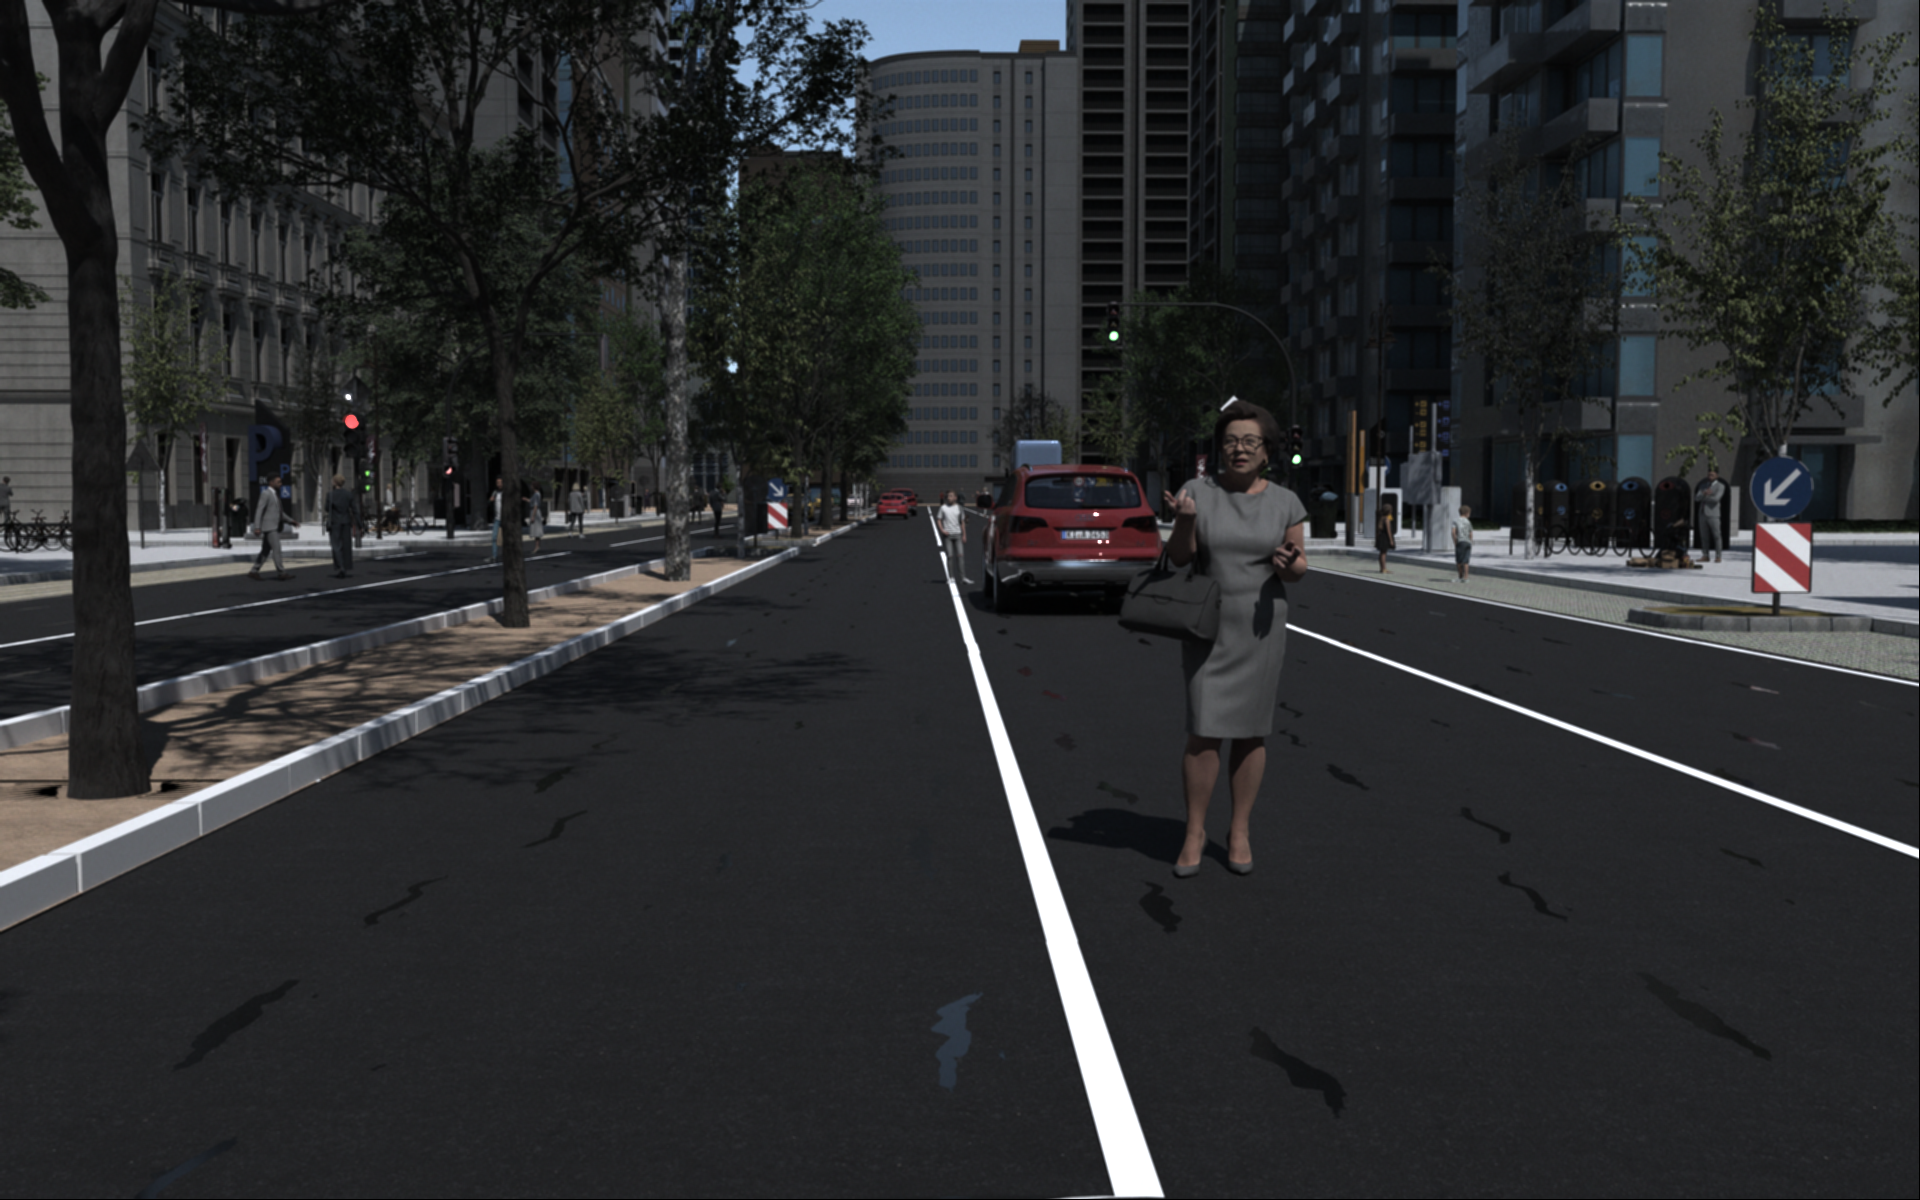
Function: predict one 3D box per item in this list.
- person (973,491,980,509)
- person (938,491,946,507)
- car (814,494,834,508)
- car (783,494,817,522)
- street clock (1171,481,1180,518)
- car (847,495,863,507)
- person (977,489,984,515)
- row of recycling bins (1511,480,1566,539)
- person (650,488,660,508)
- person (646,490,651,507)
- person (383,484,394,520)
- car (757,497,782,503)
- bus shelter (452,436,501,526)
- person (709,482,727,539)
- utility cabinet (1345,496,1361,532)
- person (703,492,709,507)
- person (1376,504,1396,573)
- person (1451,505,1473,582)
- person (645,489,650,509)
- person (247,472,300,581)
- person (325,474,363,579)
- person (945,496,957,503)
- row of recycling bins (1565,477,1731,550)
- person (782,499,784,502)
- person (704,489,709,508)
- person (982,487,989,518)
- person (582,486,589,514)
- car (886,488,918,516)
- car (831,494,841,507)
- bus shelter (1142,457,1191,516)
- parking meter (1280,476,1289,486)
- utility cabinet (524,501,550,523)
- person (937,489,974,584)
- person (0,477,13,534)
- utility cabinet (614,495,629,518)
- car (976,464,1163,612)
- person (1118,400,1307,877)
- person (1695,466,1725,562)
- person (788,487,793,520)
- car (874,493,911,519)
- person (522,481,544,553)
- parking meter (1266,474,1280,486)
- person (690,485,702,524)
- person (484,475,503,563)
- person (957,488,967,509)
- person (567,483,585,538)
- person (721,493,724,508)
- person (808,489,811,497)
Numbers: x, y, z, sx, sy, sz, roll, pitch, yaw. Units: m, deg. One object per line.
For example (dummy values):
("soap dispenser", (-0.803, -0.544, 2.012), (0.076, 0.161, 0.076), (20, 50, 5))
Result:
("person", (1.584, -9.430, 163.212), (0.750, 1.759, 0.617), (-3, 5, -39))
("person", (-2.007, -11.395, 194.746), (0.705, 1.831, 1.348), (3, 5, 41))
("car", (-13.953, -10.271, 178.156), (2.015, 1.641, 3.980), (0, 4, 1))
("car", (-8.407, -4.850, 89.514), (2.015, 1.641, 3.980), (0, 4, -3))
("street clock", (11.618, -5.428, 93.316), (0.471, 2.002, 0.358), (3, 5, 42))
("car", (-11.283, -10.684, 187.049), (2.083, 1.381, 4.827), (0, 3, 0))
("person", (1.496, -6.764, 119.365), (0.520, 1.790, 0.573), (-3, 5, -43))
("row of recycling bins", (17.757, -2.663, 50.651), (3.534, 1.692, 1.069), (-1, 4, -14))
("person", (-28.432, -9.566, 162.073), (1.348, 1.869, 0.705), (0, 4, -3))
("person", (-30.091, -9.794, 167.089), (0.541, 1.710, 0.530), (0, 4, -7))
("person", (-27.988, -4.797, 84.834), (0.624, 1.780, 0.694), (0, 4, -6))
("car", (-13.381, -6.790, 120.800), (2.009, 1.686, 4.222), (0, 4, 0))
("bus shelter", (-19.985, -5.006, 73.134), (1.731, 3.624, 6.357), (0, 4, -1))
("person", (-7.794, -2.880, 55.776), (0.473, 1.802, 0.592), (-2, 4, -28))
("utility cabinet", (13.260, -2.885, 58.332), (0.306, 1.237, 1.020), (2, 4, 28))
("person", (-25.193, -10.064, 171.296), (1.217, 1.736, 0.721), (-1, 4, -8))
("person", (7.704, -1.107, 31.271), (0.373, 1.253, 0.362), (0, 4, -1))
("person", (8.093, -0.903, 27.951), (0.332, 1.250, 0.352), (2, 4, 31))
("person", (-26.133, -8.409, 144.451), (0.541, 1.710, 0.530), (0, 4, 2))
("person", (-11.389, -1.214, 28.630), (0.850, 1.792, 0.678), (0, 4, -2))
("person", (-10.526, -1.261, 29.538), (0.534, 1.772, 0.576), (2, 4, 32))
("person", (-0.703, -7.493, 131.527), (1.217, 1.766, 0.721), (3, 5, 44))
("row of recycling bins", (16.405, -2.080, 41.116), (3.534, 1.692, 1.069), (2, 4, 34))
("person", (-14.984, -8.420, 146.854), (1.217, 1.739, 0.721), (1, 4, 9))
("person", (-23.844, -9.536, 162.689), (0.721, 1.736, 1.217), (1, 4, 18))
("person", (1.535, -5.924, 105.229), (0.514, 1.842, 0.818), (1, 4, 20))
("person", (-24.088, -6.419, 111.175), (0.526, 1.800, 0.537), (-2, 4, -24))
("car", (-3.904, -6.497, 114.894), (2.281, 1.827, 5.304), (0, 4, -3))
("car", (-14.292, -11.190, 194.757), (2.131, 1.459, 4.920), (0, 4, -3))
("bus shelter", (11.538, -6.327, 97.367), (2.014, 3.302, 5.546), (0, 4, -1))
("parking meter", (10.716, -3.172, 57.577), (0.399, 1.863, 0.255), (3, 5, 45))
("utility cabinet", (-18.440, -4.071, 75.240), (1.173, 1.500, 0.318), (-3, 4, -36))
("person", (-0.079, -1.009, 27.598), (0.503, 1.515, 0.523), (-3, 5, -43))
("person", (-31.000, -3.070, 56.051), (0.655, 1.846, 0.447), (-1, 4, -20))
("utility cabinet", (-17.986, -4.943, 91.979), (1.020, 1.237, 0.306), (3, 5, 42))
("car", (1.376, -0.855, 22.645), (2.281, 1.827, 5.304), (0, 4, -2))
("person", (0.951, 0.145, 6.483), (0.716, 1.782, 0.532), (0, 4, 2))
("person", (14.106, -1.615, 32.627), (0.511, 1.800, 0.466), (3, 5, 42))
("person", (-9.215, -5.246, 94.289), (0.388, 1.821, 0.555), (2, 4, 28))
("car", (-3.866, -5.528, 99.420), (2.155, 1.783, 4.494), (0, 4, -1))
("person", (-10.372, -2.014, 42.003), (0.524, 1.755, 0.480), (0, 4, -7))
("parking meter", (9.199, -2.781, 51.181), (0.255, 1.863, 0.399), (0, 4, -4))
("person", (-12.569, -4.531, 82.351), (0.659, 1.850, 0.755), (-3, 5, -42))
("person", (-9.359, -1.653, 35.512), (0.794, 1.824, 0.713), (3, 5, 41))
("person", (0.146, -6.271, 111.214), (0.661, 1.801, 0.590), (3, 4, 38))
("person", (-12.642, -2.940, 56.754), (0.709, 1.800, 0.728), (1, 4, 23))
("person", (-21.184, -9.002, 153.777), (0.434, 1.755, 0.990), (-3, 5, -42))
("person", (-10.778, -6.952, 122.501), (0.444, 1.785, 0.601), (1, 4, 16))
